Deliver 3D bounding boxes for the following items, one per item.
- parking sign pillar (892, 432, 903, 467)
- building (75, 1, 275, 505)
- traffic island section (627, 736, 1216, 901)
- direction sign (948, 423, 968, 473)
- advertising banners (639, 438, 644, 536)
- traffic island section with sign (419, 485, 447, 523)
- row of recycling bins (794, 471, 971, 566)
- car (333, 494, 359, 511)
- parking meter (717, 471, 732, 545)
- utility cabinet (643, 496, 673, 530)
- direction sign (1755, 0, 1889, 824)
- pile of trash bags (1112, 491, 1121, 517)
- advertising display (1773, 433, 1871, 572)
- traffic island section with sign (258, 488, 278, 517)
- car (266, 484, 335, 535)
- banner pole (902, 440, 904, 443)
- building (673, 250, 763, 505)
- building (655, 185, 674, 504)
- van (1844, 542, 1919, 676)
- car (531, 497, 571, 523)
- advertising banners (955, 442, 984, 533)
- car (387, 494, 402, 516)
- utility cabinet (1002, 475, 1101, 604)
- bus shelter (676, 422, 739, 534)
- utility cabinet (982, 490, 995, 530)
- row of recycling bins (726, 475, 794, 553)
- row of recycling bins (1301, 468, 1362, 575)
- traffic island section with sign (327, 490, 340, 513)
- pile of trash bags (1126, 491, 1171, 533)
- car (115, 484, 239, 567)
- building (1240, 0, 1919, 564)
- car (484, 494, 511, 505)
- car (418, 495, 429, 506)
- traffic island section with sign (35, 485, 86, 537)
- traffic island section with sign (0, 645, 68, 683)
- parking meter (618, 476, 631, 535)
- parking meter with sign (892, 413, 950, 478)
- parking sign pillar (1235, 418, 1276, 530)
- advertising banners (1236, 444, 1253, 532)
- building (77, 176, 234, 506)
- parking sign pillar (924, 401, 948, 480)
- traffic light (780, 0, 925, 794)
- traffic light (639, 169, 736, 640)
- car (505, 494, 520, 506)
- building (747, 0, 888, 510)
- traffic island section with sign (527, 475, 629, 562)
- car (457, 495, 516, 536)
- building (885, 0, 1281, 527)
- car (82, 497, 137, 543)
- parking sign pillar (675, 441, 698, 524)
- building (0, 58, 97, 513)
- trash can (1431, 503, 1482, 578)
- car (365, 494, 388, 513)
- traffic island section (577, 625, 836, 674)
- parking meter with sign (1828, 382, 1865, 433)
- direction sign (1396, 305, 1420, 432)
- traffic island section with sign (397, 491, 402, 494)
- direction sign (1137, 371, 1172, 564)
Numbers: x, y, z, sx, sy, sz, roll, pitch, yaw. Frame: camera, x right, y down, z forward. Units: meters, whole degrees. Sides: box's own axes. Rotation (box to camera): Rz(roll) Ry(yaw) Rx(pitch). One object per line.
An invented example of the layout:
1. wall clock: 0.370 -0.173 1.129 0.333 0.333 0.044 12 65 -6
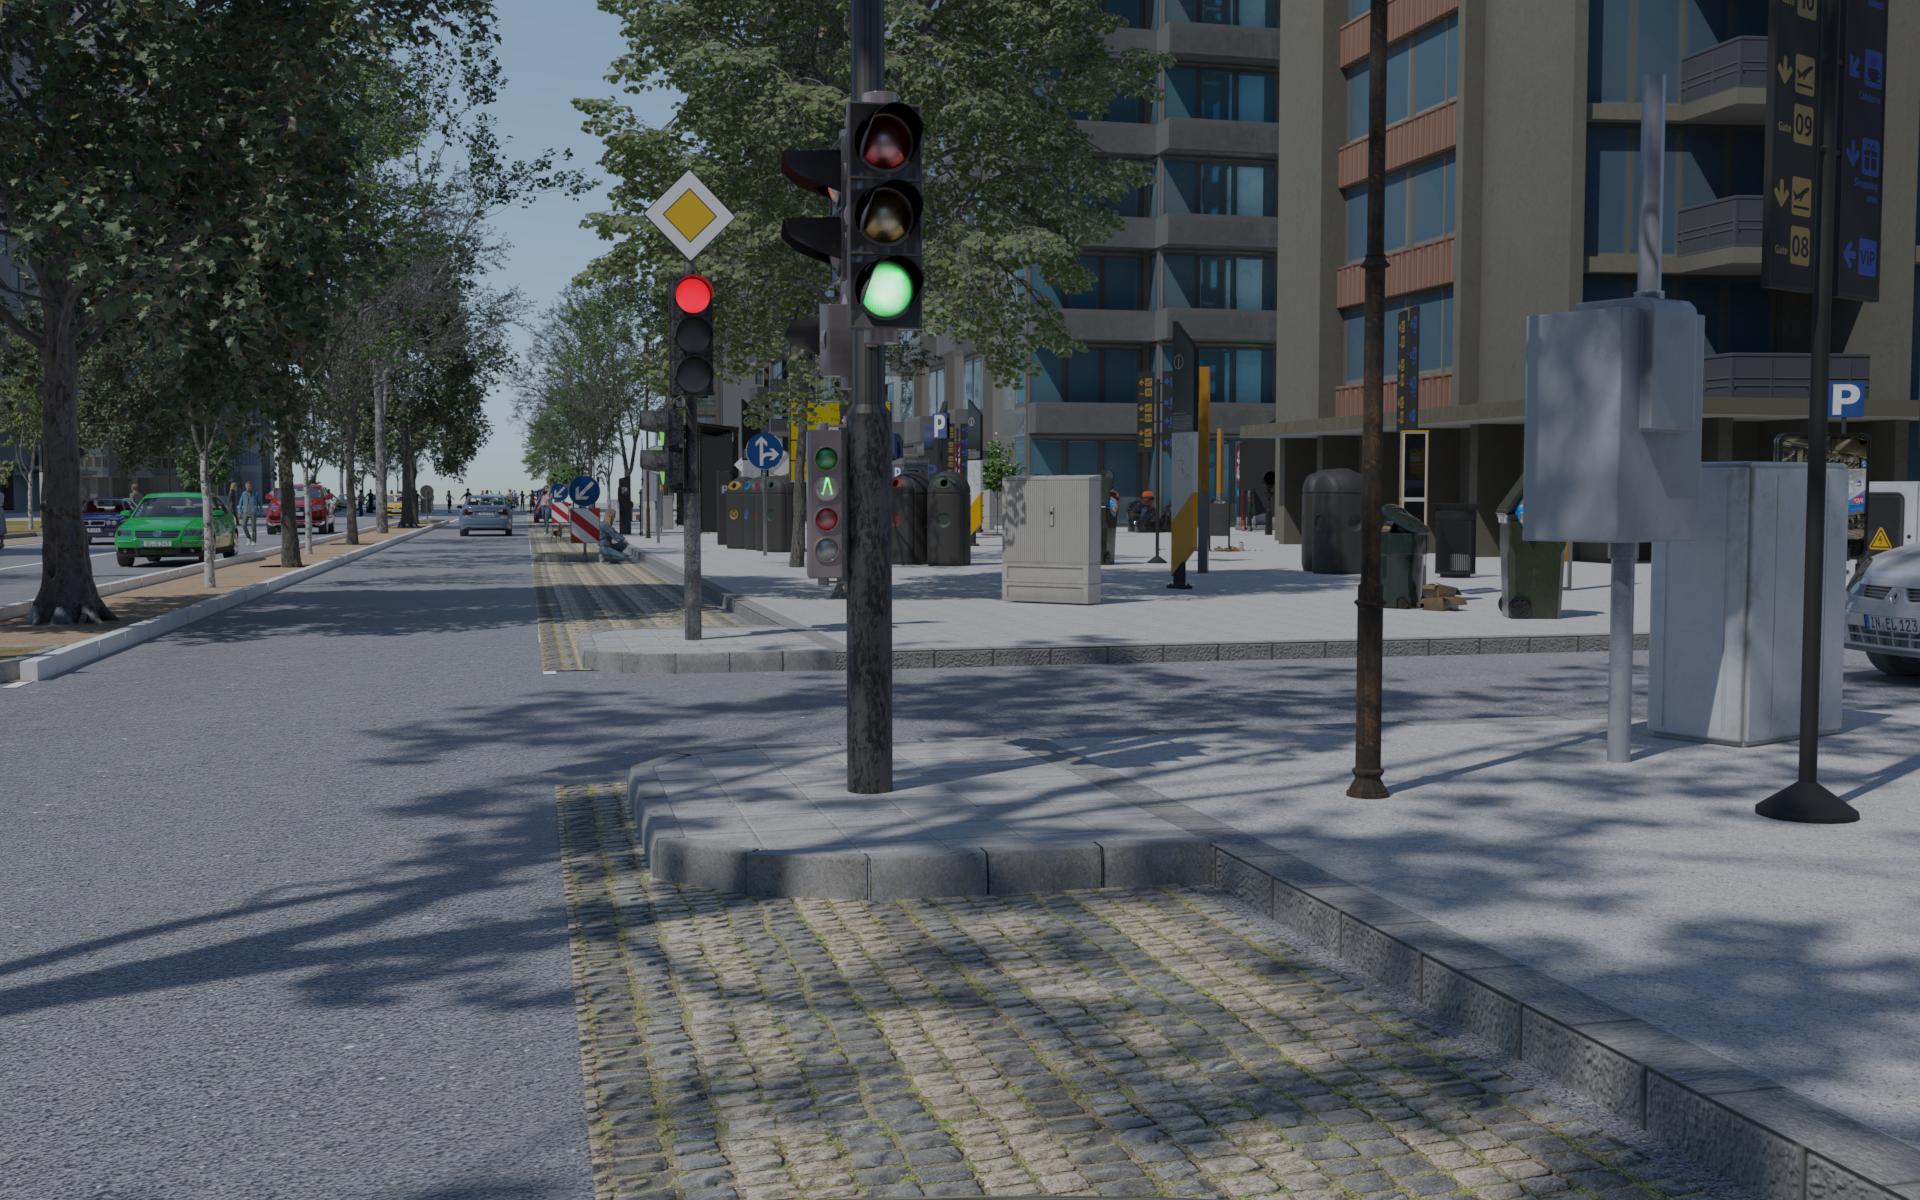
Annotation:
1. parking sign pillar: -2.196 -4.111 55.683 1.447 3.967 1.447 1 4 12
2. building: -96.125 -40.748 208.231 21.231 58.520 28.212 -1 4 -14
3. traffic island section: -0.380 0.903 7.519 2.009 0.180 2.903 -1 4 -14
4. direction sign: -0.081 -3.891 55.616 0.876 3.537 0.379 0 4 2
5. advertising banners: -9.815 -3.497 53.370 0.090 3.025 2.074 0 4 -8
6. traffic island section with sign: -26.599 -4.781 86.305 2.006 1.907 1.989 -1 4 -14
7. row of recycling bins: -1.302 -1.515 31.881 3.534 1.692 1.069 2 4 34
8. car: -52.360 -8.418 147.864 2.015 1.641 3.980 -1 4 -13
9. parking meter: -5.920 -2.321 43.661 0.399 1.863 0.255 -1 4 -11
10. utility cabinet: -10.851 -3.127 62.291 1.020 1.237 0.306 -1 4 -22
11. direction sign: 3.379 -0.906 6.806 0.876 3.537 0.379 -3 4 -37
12. pile of trash bags: 3.573 -2.898 57.140 3.447 1.369 1.912 0 4 6
13. advertising display: 9.123 -0.805 18.378 0.974 1.923 0.123 0 4 0
14. traffic island section with sign: -42.481 -6.060 107.705 1.989 1.847 2.006 -1 4 -14
15. car: -23.931 -3.319 62.941 2.281 1.827 5.304 -1 4 -16
16. banner pole: -2.709 -4.945 70.870 0.863 3.779 0.401 0 4 -6
17. building: -28.378 -26.981 212.834 14.160 30.474 14.107 -1 4 -14
18. building: -29.844 -35.498 235.013 22.147 44.769 28.867 -1 4 -14
19. van: 8.883 -0.383 13.270 4.112 2.044 2.013 -1 4 -13
20. car: -20.336 -4.503 86.207 1.945 1.354 3.894 -1 4 -13
21. advertising banners: 0.274 -3.775 57.914 0.090 3.025 2.074 -2 4 -27
22. car: -32.962 -5.587 101.563 2.015 1.641 3.980 -1 4 -15
23. utility cabinet: 1.059 -0.709 20.274 1.173 1.500 0.318 2 4 33
24. bus shelter: -8.655 -4.142 59.000 1.731 3.624 6.357 -1 4 -14
25. utility cabinet: 0.690 -3.268 62.108 1.173 1.500 0.318 3 4 38
26. row of recycling bins: -4.429 -1.984 39.547 1.069 1.692 3.534 -2 4 -26
27. row of recycling bins: 6.265 -1.353 29.229 1.069 1.692 3.534 0 4 7
28. traffic island section with sign: -49.064 -7.661 133.881 1.989 1.847 2.006 -1 4 -14
29. pile of trash bags: 6.584 -2.999 58.792 1.912 1.369 3.447 0 4 -4
30. car: -16.122 -1.649 35.761 1.959 1.807 4.718 -1 4 -14
31. building: 21.985 -23.738 42.736 28.867 44.769 22.147 -1 4 -14
32. car: -29.045 -5.876 107.876 2.131 1.459 4.920 -1 4 -16
33. car: -58.789 -10.830 189.432 2.083 1.381 4.827 -1 4 -13
34. traffic island section with sign: -30.294 -3.093 59.205 1.989 1.847 2.006 -1 4 -14
35. traffic island section with sign: -8.270 -0.324 13.428 2.006 1.907 1.989 -1 4 -14
36. parking meter: -10.601 -2.997 54.713 0.399 1.863 0.255 0 4 -6
37. parking meter with sign: -1.077 -2.486 36.900 1.738 3.016 0.543 -3 4 -36
38. parking sign pillar: 10.572 -4.487 61.833 1.447 3.967 1.447 0 4 -1
39. advertising banners: 9.805 -3.890 59.792 0.090 3.025 2.074 0 4 -6
40. building: -95.003 -29.989 182.209 32.217 40.220 23.993 -1 4 -14
41. parking sign pillar: -0.691 -3.746 49.716 1.447 3.967 1.447 1 4 12
42. traffic light: -2.429 -1.962 6.748 4.771 5.953 1.251 -1 4 -14
43. traffic light: -2.368 -1.604 15.140 0.839 4.253 0.868 -1 4 -14
44. car: -54.024 -12.024 208.381 2.131 1.459 4.920 -1 4 -16
45. building: -5.487 -29.673 139.784 22.147 44.769 28.867 -1 4 -14
46. traffic island section with sign: -8.169 -1.741 37.092 1.989 1.847 2.006 -1 4 -14
47. car: -16.432 -2.941 60.085 2.014 1.417 4.499 -1 4 -14
48. building: 8.599 -28.100 79.041 23.786 49.044 30.456 -1 4 -14
49. car: -24.701 -2.286 49.955 1.945 1.354 3.894 -1 4 -16
50. parking sign pillar: -11.733 -5.324 75.519 1.447 3.967 1.447 1 4 10
51. building: -78.183 -32.448 119.760 28.713 52.752 27.495 -1 4 -14
52. trash can: 7.618 -0.915 26.614 0.748 1.137 0.748 0 3 0
53. car: -45.017 -7.498 134.392 2.131 1.459 4.920 -1 4 -14
54. traffic island section: -2.327 0.429 15.264 2.009 0.180 2.903 -1 4 -14
55. parking meter with sign: 13.943 -1.929 27.807 0.543 3.016 1.738 1 4 13
56. direction sign: 5.492 -1.792 21.296 0.379 3.537 0.876 0 4 -1
57. traffic island section with sign: -69.317 -12.591 214.487 1.989 1.847 2.006 -1 4 -14
58. direction sign: 3.660 -2.449 32.031 0.876 3.537 0.379 3 4 36
